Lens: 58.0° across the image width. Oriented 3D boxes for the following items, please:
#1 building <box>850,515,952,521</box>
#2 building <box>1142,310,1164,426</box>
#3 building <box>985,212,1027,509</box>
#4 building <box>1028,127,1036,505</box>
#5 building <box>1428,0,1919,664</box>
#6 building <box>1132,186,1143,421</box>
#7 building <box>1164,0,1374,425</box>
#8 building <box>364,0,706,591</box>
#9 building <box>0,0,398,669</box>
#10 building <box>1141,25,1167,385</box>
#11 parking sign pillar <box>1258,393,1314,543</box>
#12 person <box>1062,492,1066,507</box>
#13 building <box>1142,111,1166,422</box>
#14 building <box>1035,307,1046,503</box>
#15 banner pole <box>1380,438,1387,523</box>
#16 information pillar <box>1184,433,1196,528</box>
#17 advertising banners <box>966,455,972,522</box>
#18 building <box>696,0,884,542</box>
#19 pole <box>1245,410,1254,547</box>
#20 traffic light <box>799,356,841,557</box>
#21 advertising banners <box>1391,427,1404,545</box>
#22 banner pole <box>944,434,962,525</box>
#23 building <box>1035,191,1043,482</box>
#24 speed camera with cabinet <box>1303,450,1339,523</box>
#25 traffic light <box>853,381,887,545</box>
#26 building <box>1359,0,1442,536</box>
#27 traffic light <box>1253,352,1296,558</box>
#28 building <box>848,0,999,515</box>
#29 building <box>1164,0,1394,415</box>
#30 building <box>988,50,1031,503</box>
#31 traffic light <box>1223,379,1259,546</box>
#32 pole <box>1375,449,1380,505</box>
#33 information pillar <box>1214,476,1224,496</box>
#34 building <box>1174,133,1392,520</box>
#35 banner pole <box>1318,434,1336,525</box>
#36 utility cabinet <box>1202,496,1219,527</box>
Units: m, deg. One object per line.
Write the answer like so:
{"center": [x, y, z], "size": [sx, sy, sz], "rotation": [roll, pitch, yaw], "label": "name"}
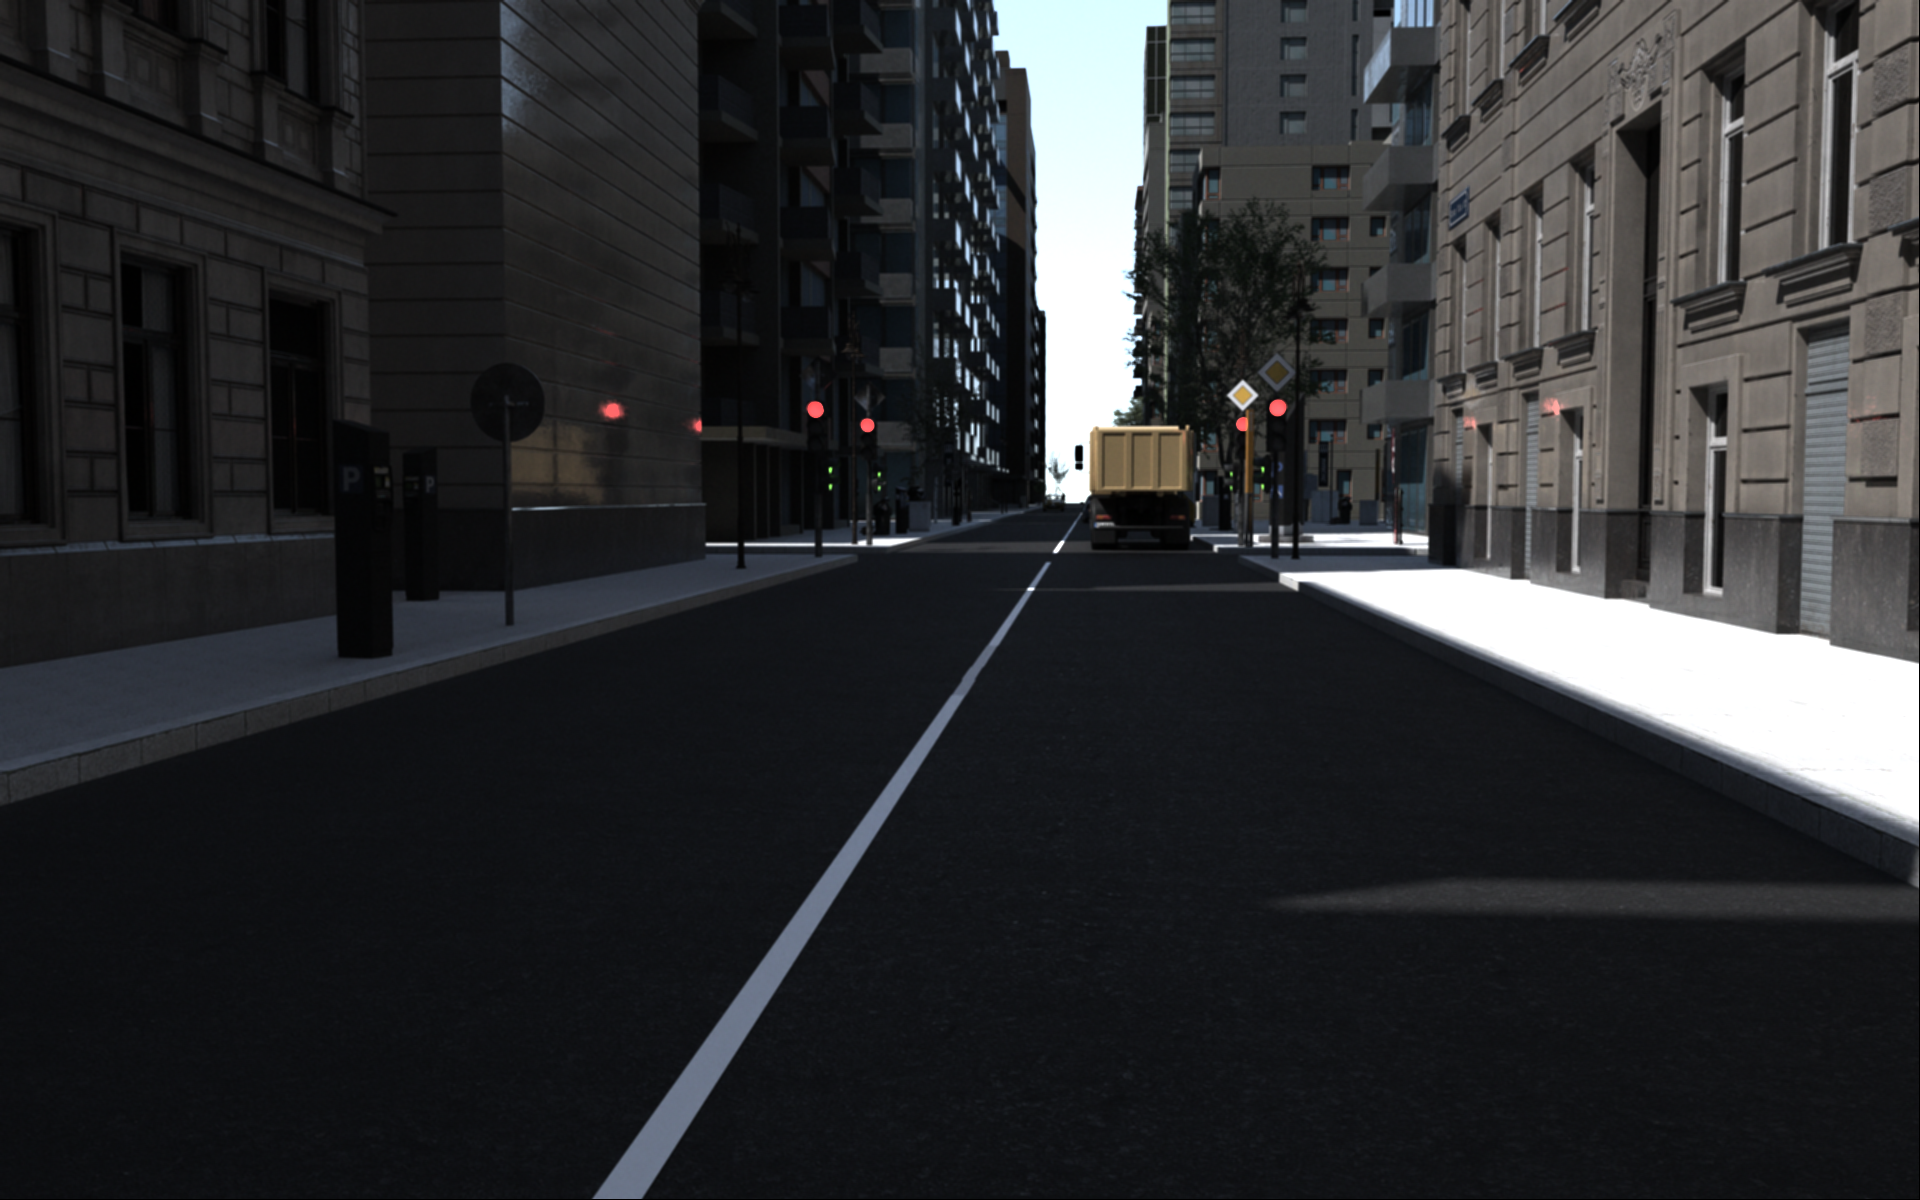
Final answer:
{"center": [-10.655, -29.093, 95.280], "size": [23.786, 49.044, 30.456], "rotation": [0, 4, 4], "label": "building"}
{"center": [32.880, -20.273, 176.503], "size": [27.650, 21.520, 28.899], "rotation": [0, 4, 4], "label": "building"}
{"center": [-9.992, -28.730, 161.618], "size": [32.217, 40.220, 23.993], "rotation": [0, 4, 4], "label": "building"}
{"center": [-1.704, -36.082, 213.645], "size": [21.300, 48.544, 21.600], "rotation": [0, 4, 4], "label": "building"}
{"center": [13.438, -13.565, 19.058], "size": [12.463, 27.353, 25.104], "rotation": [0, 4, 4], "label": "building"}
{"center": [35.145, -35.815, 240.192], "size": [22.147, 44.769, 28.867], "rotation": [0, 4, 4], "label": "building"}
{"center": [22.066, -27.109, 126.834], "size": [14.154, 41.232, 14.086], "rotation": [0, 4, 4], "label": "building"}
{"center": [-17.543, -14.157, 28.733], "size": [25.104, 27.353, 12.463], "rotation": [0, 4, 4], "label": "building"}
{"center": [-11.901, -8.923, 10.522], "size": [10.561, 19.102, 19.286], "rotation": [0, 4, 4], "label": "building"}
{"center": [36.061, -50.510, 264.082], "size": [20.563, 71.187, 20.611], "rotation": [0, 4, 4], "label": "building"}
{"center": [8.629, -3.501, 45.713], "size": [1.447, 3.967, 1.447], "rotation": [2, 4, 34], "label": "parking sign pillar"}
{"center": [11.111, -10.751, 185.746], "size": [0.415, 1.643, 0.593], "rotation": [2, 4, 29], "label": "person"}
{"center": [33.619, -36.161, 214.933], "size": [21.300, 48.544, 21.600], "rotation": [0, 4, 4], "label": "building"}
{"center": [5.820, -30.009, 262.355], "size": [14.160, 30.474, 14.107], "rotation": [0, 4, 4], "label": "building"}
{"center": [19.042, -5.360, 77.654], "size": [0.401, 3.779, 0.863], "rotation": [0, 4, 5], "label": "banner pole"}
{"center": [8.798, -4.585, 66.311], "size": [0.504, 3.616, 0.183], "rotation": [3, 5, 40], "label": "information pillar"}
{"center": [0.389, -5.058, 78.882], "size": [0.090, 3.025, 2.074], "rotation": [0, 4, 7], "label": "advertising banners"}
{"center": [-14.474, -24.671, 58.002], "size": [22.147, 44.769, 28.867], "rotation": [0, 4, 4], "label": "building"}
{"center": [7.003, -2.939, 41.902], "size": [0.158, 3.312, 0.155], "rotation": [0, 3, 0], "label": "pole"}
{"center": [-2.864, -2.829, 35.181], "size": [0.839, 4.253, 0.868], "rotation": [0, 4, 4], "label": "traffic light"}
{"center": [11.192, -2.947, 44.364], "size": [0.090, 3.025, 2.074], "rotation": [0, 4, 7], "label": "advertising banners"}
{"center": [-0.328, -5.047, 72.528], "size": [0.863, 3.779, 0.401], "rotation": [2, 4, 29], "label": "banner pole"}
{"center": [-0.610, -37.920, 239.602], "size": [23.786, 49.044, 30.456], "rotation": [0, 4, 4], "label": "building"}
{"center": [17.210, -5.459, 83.598], "size": [2.038, 3.252, 0.660], "rotation": [0, 4, -5], "label": "speed camera with cabinet"}
{"center": [-2.245, -3.316, 43.142], "size": [0.839, 4.253, 0.868], "rotation": [0, 4, 4], "label": "traffic light"}
{"center": [28.362, -26.598, 54.492], "size": [30.456, 49.044, 23.786], "rotation": [0, 4, 4], "label": "building"}
{"center": [6.271, -2.787, 34.489], "size": [0.839, 4.253, 0.868], "rotation": [0, 4, 4], "label": "traffic light"}
{"center": [-8.502, -31.460, 133.979], "size": [23.786, 49.044, 30.456], "rotation": [0, 4, 4], "label": "building"}
{"center": [31.426, -34.123, 147.152], "size": [28.713, 52.752, 27.495], "rotation": [0, 4, 4], "label": "building"}
{"center": [0.192, -32.396, 179.792], "size": [14.600, 45.320, 14.200], "rotation": [0, 4, 4], "label": "building"}
{"center": [6.890, -3.274, 42.450], "size": [0.839, 4.253, 0.868], "rotation": [0, 4, 4], "label": "traffic light"}
{"center": [18.929, -5.179, 78.520], "size": [0.158, 3.312, 0.155], "rotation": [0, 3, 0], "label": "pole"}
{"center": [10.423, -3.995, 69.807], "size": [0.304, 2.012, 0.304], "rotation": [-2, 4, -23], "label": "information pillar"}
{"center": [26.924, -15.584, 99.831], "size": [27.650, 21.520, 28.899], "rotation": [0, 4, 4], "label": "building"}
{"center": [15.301, -5.030, 72.264], "size": [0.863, 3.779, 0.401], "rotation": [-1, 4, -21], "label": "banner pole"}
{"center": [10.121, -3.521, 68.732], "size": [1.020, 1.237, 0.306], "rotation": [-1, 4, -22], "label": "utility cabinet"}
